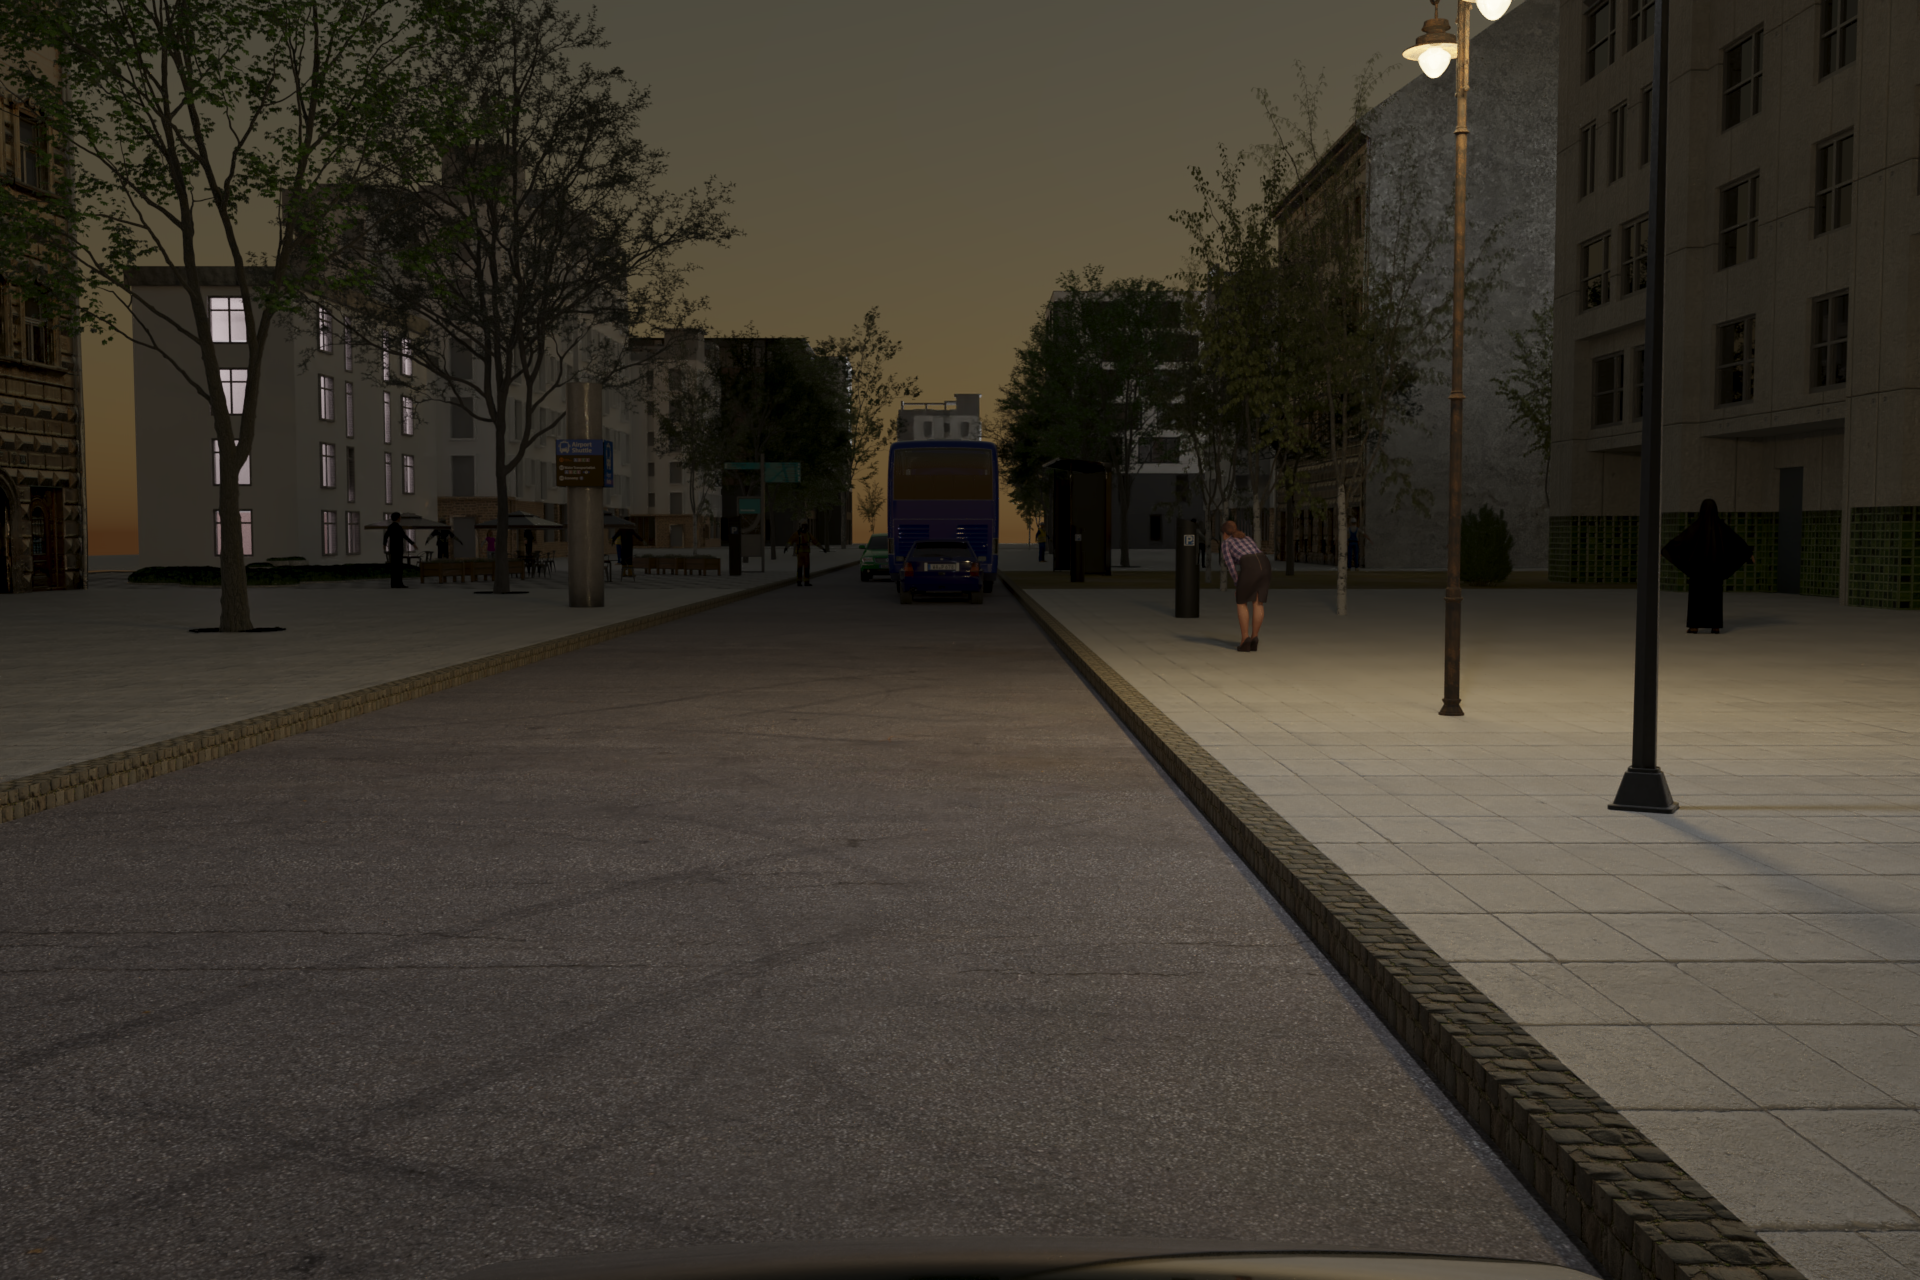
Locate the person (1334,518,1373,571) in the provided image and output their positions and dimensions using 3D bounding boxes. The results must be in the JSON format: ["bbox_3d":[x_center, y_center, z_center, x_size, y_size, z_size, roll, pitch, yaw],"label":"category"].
[{"bbox_3d":[13.746,-3.345,60.544,1.347,1.847,0.705,1,4,12],"label":"person"}]

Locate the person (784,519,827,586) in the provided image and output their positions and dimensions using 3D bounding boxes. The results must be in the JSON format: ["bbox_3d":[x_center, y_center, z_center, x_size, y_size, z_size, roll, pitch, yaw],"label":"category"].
[{"bbox_3d":[-4.282,-2.401,47.478,1.354,1.858,0.705,-3,4,-36],"label":"person"}]

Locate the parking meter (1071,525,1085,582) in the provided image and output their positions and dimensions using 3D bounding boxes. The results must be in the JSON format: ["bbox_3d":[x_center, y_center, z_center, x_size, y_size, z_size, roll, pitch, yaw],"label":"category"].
[{"bbox_3d":[3.133,-2.306,46.113,0.372,1.533,0.369,0,3,0],"label":"parking meter"}]

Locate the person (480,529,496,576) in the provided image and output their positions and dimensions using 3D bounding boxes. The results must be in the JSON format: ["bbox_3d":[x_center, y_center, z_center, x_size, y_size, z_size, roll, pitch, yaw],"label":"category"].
[{"bbox_3d":[-14.308,-2.674,52.990,0.599,1.433,0.991,2,4,34],"label":"person"}]

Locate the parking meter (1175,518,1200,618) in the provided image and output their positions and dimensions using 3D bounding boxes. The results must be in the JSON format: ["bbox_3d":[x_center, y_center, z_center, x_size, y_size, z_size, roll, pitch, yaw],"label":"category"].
[{"bbox_3d":[3.489,-1.109,26.548,0.372,1.533,0.369,0,3,0],"label":"parking meter"}]

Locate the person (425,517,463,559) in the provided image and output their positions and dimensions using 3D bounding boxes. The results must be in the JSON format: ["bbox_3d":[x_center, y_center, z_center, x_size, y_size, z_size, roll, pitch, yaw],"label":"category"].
[{"bbox_3d":[-17.547,-3.243,58.799,1.354,1.856,0.705,-3,5,-42],"label":"person"}]

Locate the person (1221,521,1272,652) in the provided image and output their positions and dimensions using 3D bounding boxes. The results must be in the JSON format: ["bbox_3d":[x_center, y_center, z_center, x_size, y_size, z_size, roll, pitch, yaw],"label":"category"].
[{"bbox_3d":[3.095,-0.592,18.950,0.421,1.427,0.697,-2,4,-29],"label":"person"}]

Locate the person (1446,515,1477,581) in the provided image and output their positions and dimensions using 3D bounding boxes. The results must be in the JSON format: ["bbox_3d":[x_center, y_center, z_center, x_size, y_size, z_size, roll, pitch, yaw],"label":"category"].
[{"bbox_3d":[13.984,-2.518,47.304,1.347,1.817,0.704,0,4,7],"label":"person"}]

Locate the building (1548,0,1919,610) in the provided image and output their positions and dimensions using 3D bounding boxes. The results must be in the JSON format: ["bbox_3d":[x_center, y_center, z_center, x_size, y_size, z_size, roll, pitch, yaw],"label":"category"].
[{"bbox_3d":[24.178,-10.019,30.265,16.747,18.905,31.486,0,3,0],"label":"building"}]

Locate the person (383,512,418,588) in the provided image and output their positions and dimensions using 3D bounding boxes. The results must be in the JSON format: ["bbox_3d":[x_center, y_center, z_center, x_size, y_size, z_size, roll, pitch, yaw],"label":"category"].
[{"bbox_3d":[-13.346,-2.137,41.122,1.347,1.806,0.705,3,4,39],"label":"person"}]

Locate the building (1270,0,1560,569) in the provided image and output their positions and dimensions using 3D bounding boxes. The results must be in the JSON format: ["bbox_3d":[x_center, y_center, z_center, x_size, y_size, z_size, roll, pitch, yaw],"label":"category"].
[{"bbox_3d":[24.219,-14.786,72.674,19.493,23.208,18.063,0,3,0],"label":"building"}]

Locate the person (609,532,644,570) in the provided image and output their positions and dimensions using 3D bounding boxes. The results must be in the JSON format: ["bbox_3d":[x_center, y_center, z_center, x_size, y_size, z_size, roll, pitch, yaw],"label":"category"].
[{"bbox_3d":[-11.843,-3.391,61.707,1.348,1.796,0.705,1,4,15],"label":"person"}]

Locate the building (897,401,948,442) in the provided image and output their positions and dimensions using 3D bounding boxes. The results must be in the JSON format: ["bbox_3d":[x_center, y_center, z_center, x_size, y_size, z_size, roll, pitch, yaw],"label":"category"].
[{"bbox_3d":[-8.285,-23.173,237.748,11.380,20.090,16.016,0,4,4],"label":"building"}]

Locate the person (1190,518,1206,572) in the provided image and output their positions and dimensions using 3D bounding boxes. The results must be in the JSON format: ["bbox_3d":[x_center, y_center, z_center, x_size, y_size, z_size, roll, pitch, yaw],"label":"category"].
[{"bbox_3d":[7.846,-3.172,58.046,0.705,1.806,1.347,-3,5,-41],"label":"person"}]

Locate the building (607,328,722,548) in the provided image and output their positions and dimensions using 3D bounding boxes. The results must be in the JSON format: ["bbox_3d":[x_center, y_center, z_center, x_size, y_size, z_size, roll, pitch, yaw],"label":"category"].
[{"bbox_3d":[-28.897,-18.584,160.263,16.016,20.090,11.380,0,4,1],"label":"building"}]

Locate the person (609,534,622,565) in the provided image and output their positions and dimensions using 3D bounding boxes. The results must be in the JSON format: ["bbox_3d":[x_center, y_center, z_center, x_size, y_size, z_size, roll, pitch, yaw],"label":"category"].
[{"bbox_3d":[-14.296,-4.039,72.497,0.721,1.772,1.216,2,4,25],"label":"person"}]

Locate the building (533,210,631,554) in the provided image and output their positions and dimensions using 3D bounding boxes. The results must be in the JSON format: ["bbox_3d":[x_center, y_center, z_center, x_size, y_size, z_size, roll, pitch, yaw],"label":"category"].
[{"bbox_3d":[-27.008,-15.043,102.373,16.016,20.090,11.380,0,4,1],"label":"building"}]

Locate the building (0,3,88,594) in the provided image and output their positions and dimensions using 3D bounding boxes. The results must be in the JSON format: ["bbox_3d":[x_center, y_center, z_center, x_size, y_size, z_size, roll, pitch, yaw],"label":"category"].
[{"bbox_3d":[-29.450,-12.202,30.428,19.493,23.208,18.063,0,4,0],"label":"building"}]

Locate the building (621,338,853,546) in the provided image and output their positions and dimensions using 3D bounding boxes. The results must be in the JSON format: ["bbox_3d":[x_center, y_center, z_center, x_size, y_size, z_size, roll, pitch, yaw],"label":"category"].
[{"bbox_3d":[-26.932,-21.567,196.595,27.936,21.610,32.646,0,4,-1],"label":"building"}]

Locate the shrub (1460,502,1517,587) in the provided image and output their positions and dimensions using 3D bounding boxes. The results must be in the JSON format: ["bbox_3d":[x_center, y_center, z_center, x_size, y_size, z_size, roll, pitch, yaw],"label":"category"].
[{"bbox_3d":[12.839,-2.356,42.558,1.661,2.075,1.752,0,3,0],"label":"shrub"}]

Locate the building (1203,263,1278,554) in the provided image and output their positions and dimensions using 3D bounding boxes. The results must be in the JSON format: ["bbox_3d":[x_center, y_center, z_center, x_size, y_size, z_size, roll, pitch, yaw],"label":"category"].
[{"bbox_3d":[22.419,-16.241,121.967,16.016,20.090,11.380,0,4,0],"label":"building"}]

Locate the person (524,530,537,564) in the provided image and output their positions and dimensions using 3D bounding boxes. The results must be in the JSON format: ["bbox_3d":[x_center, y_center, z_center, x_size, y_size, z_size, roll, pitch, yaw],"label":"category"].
[{"bbox_3d":[-16.828,-3.777,67.695,0.705,1.837,1.347,0,4,4],"label":"person"}]

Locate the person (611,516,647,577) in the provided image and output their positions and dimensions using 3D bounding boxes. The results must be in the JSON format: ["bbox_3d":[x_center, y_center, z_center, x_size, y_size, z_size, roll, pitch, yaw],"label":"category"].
[{"bbox_3d":[-9.959,-2.800,51.917,1.346,1.812,0.704,2,4,29],"label":"person"}]

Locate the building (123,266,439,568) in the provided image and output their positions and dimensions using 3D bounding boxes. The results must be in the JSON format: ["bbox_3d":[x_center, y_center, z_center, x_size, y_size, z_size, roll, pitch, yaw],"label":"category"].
[{"bbox_3d":[-25.436,-7.723,68.422,9.099,9.664,28.070,0,4,0],"label":"building"}]

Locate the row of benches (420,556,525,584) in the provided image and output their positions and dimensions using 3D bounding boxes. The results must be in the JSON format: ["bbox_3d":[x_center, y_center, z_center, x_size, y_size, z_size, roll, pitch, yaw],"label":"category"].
[{"bbox_3d":[-13.090,-1.898,46.490,1.422,0.672,4.104,1,4,18],"label":"row of benches"}]

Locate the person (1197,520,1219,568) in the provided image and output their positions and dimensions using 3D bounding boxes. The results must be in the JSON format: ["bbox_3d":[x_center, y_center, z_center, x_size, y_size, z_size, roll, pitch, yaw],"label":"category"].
[{"bbox_3d":[9.081,-3.614,65.224,1.348,1.813,0.705,2,4,27],"label":"person"}]

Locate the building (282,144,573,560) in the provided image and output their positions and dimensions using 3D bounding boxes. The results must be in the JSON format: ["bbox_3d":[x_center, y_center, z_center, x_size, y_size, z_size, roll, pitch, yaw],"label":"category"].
[{"bbox_3d":[-26.878,-14.007,85.433,16.016,20.090,11.380,0,4,0],"label":"building"}]

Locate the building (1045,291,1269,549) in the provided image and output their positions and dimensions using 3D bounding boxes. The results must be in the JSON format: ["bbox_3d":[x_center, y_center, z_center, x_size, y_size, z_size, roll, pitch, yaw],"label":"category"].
[{"bbox_3d":[21.777,-19.450,161.989,27.936,21.610,32.646,0,3,0],"label":"building"}]

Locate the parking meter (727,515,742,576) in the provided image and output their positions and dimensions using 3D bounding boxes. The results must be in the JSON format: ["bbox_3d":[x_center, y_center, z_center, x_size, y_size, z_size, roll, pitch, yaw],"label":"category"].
[{"bbox_3d":[-6.957,-2.919,53.445,0.399,1.863,0.255,0,4,2],"label":"parking meter"}]

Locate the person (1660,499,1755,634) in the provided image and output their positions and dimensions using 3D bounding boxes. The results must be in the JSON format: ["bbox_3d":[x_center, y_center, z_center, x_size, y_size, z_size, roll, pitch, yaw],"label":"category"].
[{"bbox_3d":[9.594,-0.949,22.301,1.214,1.737,0.721,1,4,9],"label":"person"}]

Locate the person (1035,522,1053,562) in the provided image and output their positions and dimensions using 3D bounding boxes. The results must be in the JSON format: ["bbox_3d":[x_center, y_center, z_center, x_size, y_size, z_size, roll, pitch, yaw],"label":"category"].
[{"bbox_3d":[3.771,-4.467,79.012,0.705,1.833,1.349,3,4,36],"label":"person"}]

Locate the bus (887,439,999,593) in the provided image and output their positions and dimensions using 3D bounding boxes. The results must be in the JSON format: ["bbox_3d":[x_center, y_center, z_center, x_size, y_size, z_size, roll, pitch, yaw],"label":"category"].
[{"bbox_3d":[-0.368,-3.274,45.077,2.896,3.916,12.251,0,3,0],"label":"bus"}]

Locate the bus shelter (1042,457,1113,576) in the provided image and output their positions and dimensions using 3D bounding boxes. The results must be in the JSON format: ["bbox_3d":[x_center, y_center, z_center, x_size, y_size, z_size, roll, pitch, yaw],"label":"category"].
[{"bbox_3d":[3.779,-3.963,56.082,1.731,3.624,6.357,0,4,-2],"label":"bus shelter"}]
